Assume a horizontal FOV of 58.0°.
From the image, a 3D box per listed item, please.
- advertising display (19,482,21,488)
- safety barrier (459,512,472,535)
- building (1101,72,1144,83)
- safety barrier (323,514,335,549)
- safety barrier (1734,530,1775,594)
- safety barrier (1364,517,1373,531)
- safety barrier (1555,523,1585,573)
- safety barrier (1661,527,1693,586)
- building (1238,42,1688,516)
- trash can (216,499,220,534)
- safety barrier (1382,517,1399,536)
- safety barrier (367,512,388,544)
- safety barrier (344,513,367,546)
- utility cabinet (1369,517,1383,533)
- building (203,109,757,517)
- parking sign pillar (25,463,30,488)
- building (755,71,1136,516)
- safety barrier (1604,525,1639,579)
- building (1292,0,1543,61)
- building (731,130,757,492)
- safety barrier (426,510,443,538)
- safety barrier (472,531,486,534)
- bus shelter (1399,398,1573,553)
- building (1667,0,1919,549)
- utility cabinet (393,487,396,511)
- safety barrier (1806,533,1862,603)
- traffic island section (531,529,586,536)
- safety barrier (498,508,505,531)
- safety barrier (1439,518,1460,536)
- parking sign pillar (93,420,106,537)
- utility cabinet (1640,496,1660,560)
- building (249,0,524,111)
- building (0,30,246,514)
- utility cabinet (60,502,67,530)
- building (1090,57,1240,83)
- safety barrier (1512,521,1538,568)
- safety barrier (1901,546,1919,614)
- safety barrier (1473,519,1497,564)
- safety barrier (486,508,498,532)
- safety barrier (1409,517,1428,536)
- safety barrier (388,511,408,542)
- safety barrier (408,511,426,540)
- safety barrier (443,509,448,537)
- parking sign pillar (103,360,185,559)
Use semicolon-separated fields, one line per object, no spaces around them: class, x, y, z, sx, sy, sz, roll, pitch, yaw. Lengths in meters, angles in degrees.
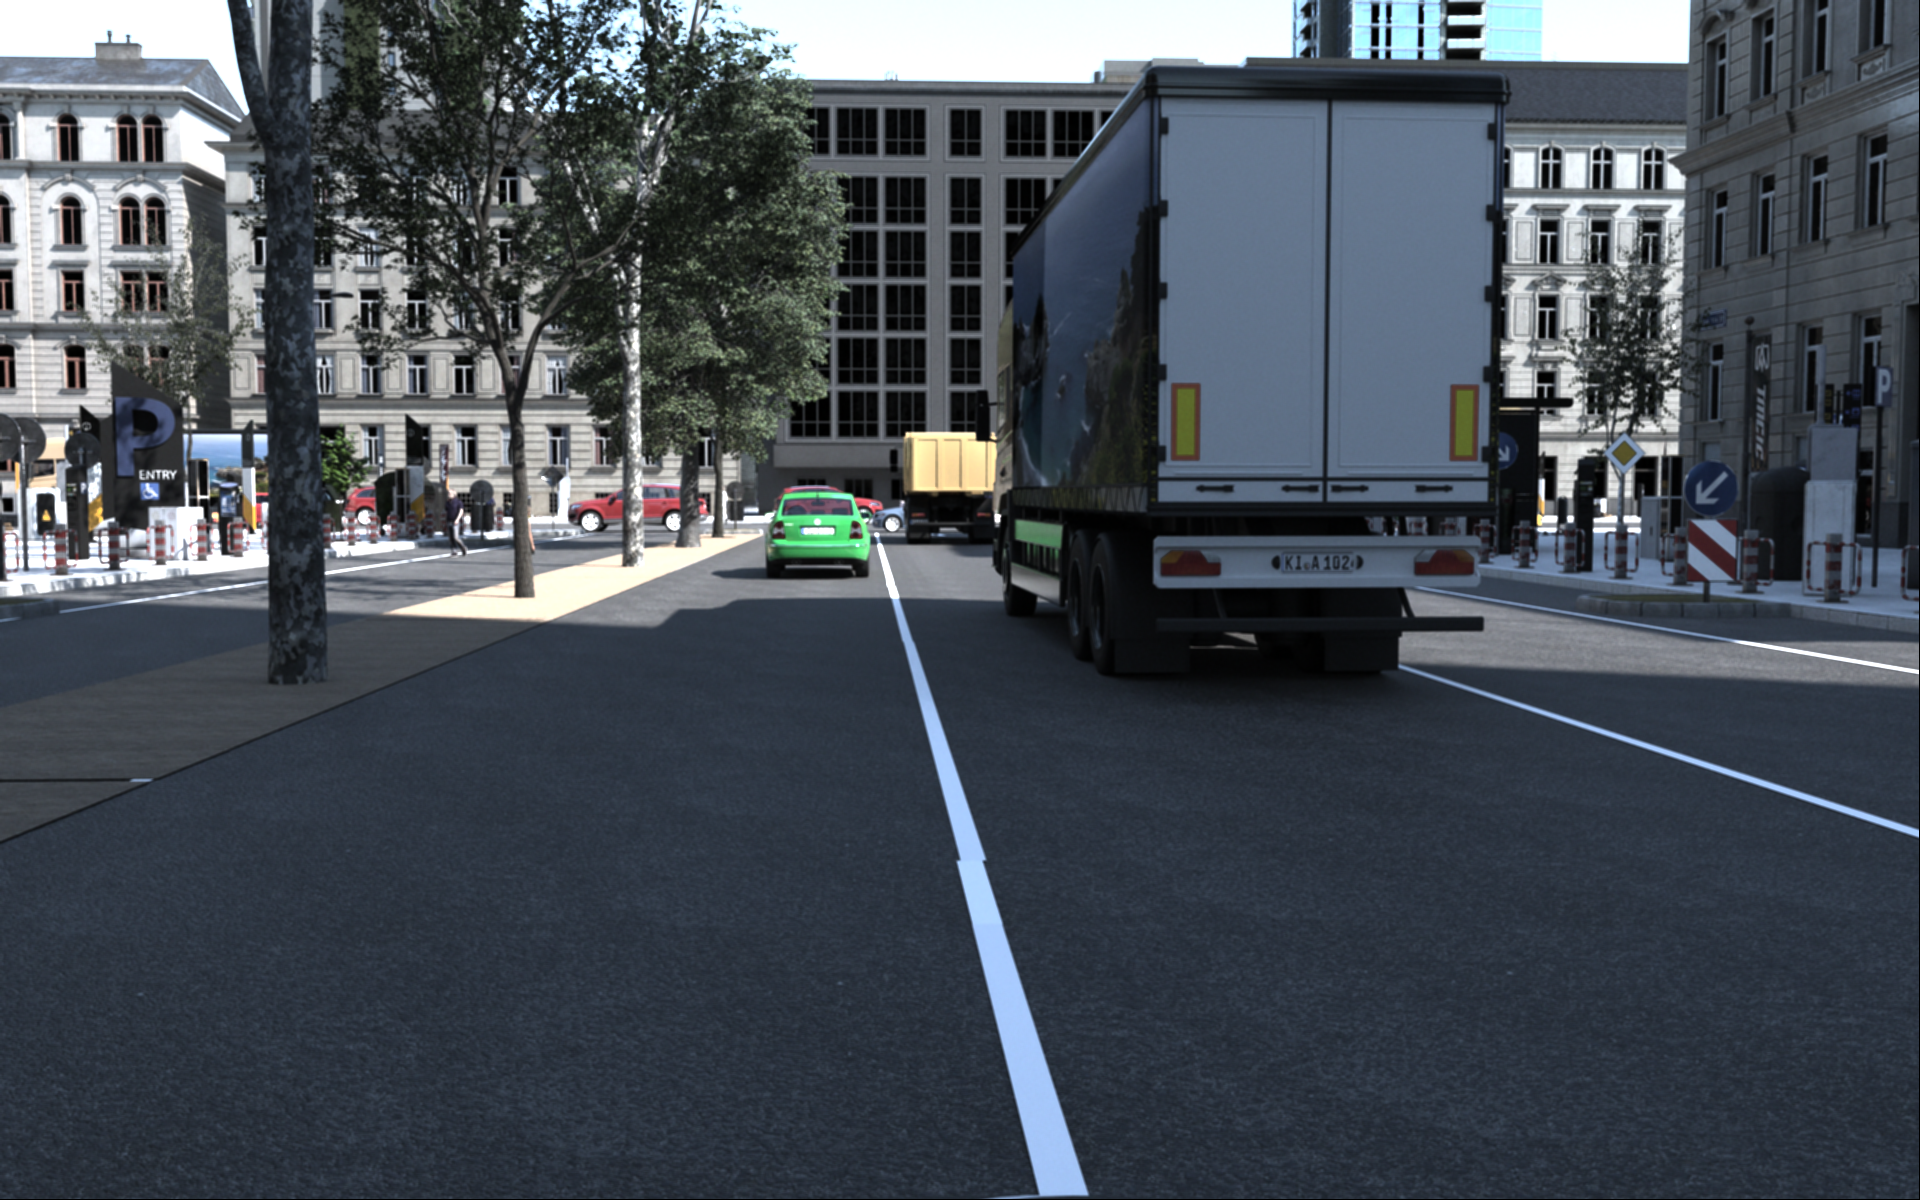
advertising display;-51.397;-5.493;95.017;0.974;1.923;0.123;2;4;30
safety barrier;-15.575;-2.431;54.020;0.300;0.817;1.120;0;4;-3
building;20.457;-29.869;171.949;14.154;41.232;14.086;0;4;-3
safety barrier;-14.838;-1.610;40.602;0.300;0.817;1.120;0;4;-3
safety barrier;10.201;-0.494;22.350;0.300;0.817;1.120;0;4;-3
safety barrier;9.259;-1.550;39.614;0.300;0.817;1.120;0;4;-3
safety barrier;9.891;-0.845;28.092;0.300;0.817;1.120;0;4;-3
safety barrier;10.097;-0.611;24.264;0.300;0.817;1.120;0;4;-3
building;34.679;-20.279;107.980;44.131;29.872;17.030;0;4;-3
trash can;-22.626;-2.564;53.579;0.748;1.137;0.748;0;3;0
safety barrier;9.365;-1.432;37.696;0.300;0.817;1.120;0;4;-3
safety barrier;-15.050;-1.845;44.437;0.300;0.817;1.120;0;4;-3
safety barrier;-14.941;-1.728;42.523;0.300;0.817;1.120;0;4;-3
utility cabinet;12.150;-2.497;51.993;1.020;1.237;0.306;2;4;24
building;-27.122;-16.609;104.847;30.059;22.955;16.112;0;4;-3
parking sign pillar;-80.668;-9.794;148.596;1.447;3.967;1.447;-2;4;-35
building;-0.063;-19.053;105.019;24.014;27.812;14.314;0;4;-3
safety barrier;9.994;-0.728;26.178;0.300;0.817;1.120;0;4;-3
building;52.862;-54.303;200.533;31.000;86.520;22.319;0;4;-3
building;-30.096;-44.264;265.707;28.212;58.520;21.231;0;4;-3
safety barrier;-15.362;-2.196;50.187;0.300;0.817;1.120;0;4;-3
safety barrier;-15.679;-2.548;55.934;0.300;0.817;1.120;0;4;-3
bus shelter;12.041;-3.930;41.885;2.179;5.291;8.768;0;4;-3
building;27.581;-14.790;39.076;12.463;27.353;25.104;0;4;-3
utility cabinet;-16.749;-2.653;52.062;0.318;1.500;1.173;0;4;-6
safety barrier;10.304;-0.377;20.436;0.300;0.817;1.120;0;4;-3
traffic island section;-14.348;-2.369;61.019;2.009;0.180;2.903;0;4;-3
safety barrier;-15.888;-2.783;59.782;0.300;0.817;1.120;0;4;-3
safety barrier;9.570;-1.197;33.854;0.300;0.817;1.120;0;4;-3
parking sign pillar;-25.667;-3.896;52.165;1.447;3.967;1.447;-1;4;-14
utility cabinet;13.801;-1.420;34.378;0.306;1.237;1.020;0;4;4
building;-63.801;-39.962;195.384;28.212;58.520;21.231;0;4;-3
building;-54.758;-19.271;102.465;23.554;28.519;14.401;0;4;-3
utility cabinet;-28.021;-2.641;54.337;1.020;1.237;0.306;-2;4;-32
building;23.793;-35.186;194.902;23.786;49.044;30.456;0;4;-3
safety barrier;9.782;-0.962;30.005;0.300;0.817;1.120;0;4;-3
safety barrier;10.412;-0.260;18.522;0.300;0.817;1.120;0;4;-3
safety barrier;9.675;-1.080;31.940;0.300;0.817;1.120;0;4;-3
safety barrier;-15.786;-2.666;57.857;0.300;0.817;1.120;0;4;-3
safety barrier;9.465;-1.315;35.770;0.300;0.817;1.120;0;4;-3
safety barrier;-15.154;-1.962;46.351;0.300;0.817;1.120;0;4;-3
safety barrier;-15.262;-2.079;48.265;0.300;0.817;1.120;0;4;-3
safety barrier;-15.468;-2.314;52.107;0.300;0.817;1.120;0;4;-3
parking sign pillar;-16.417;-2.849;35.058;1.447;3.967;1.447;-1;4;-23
